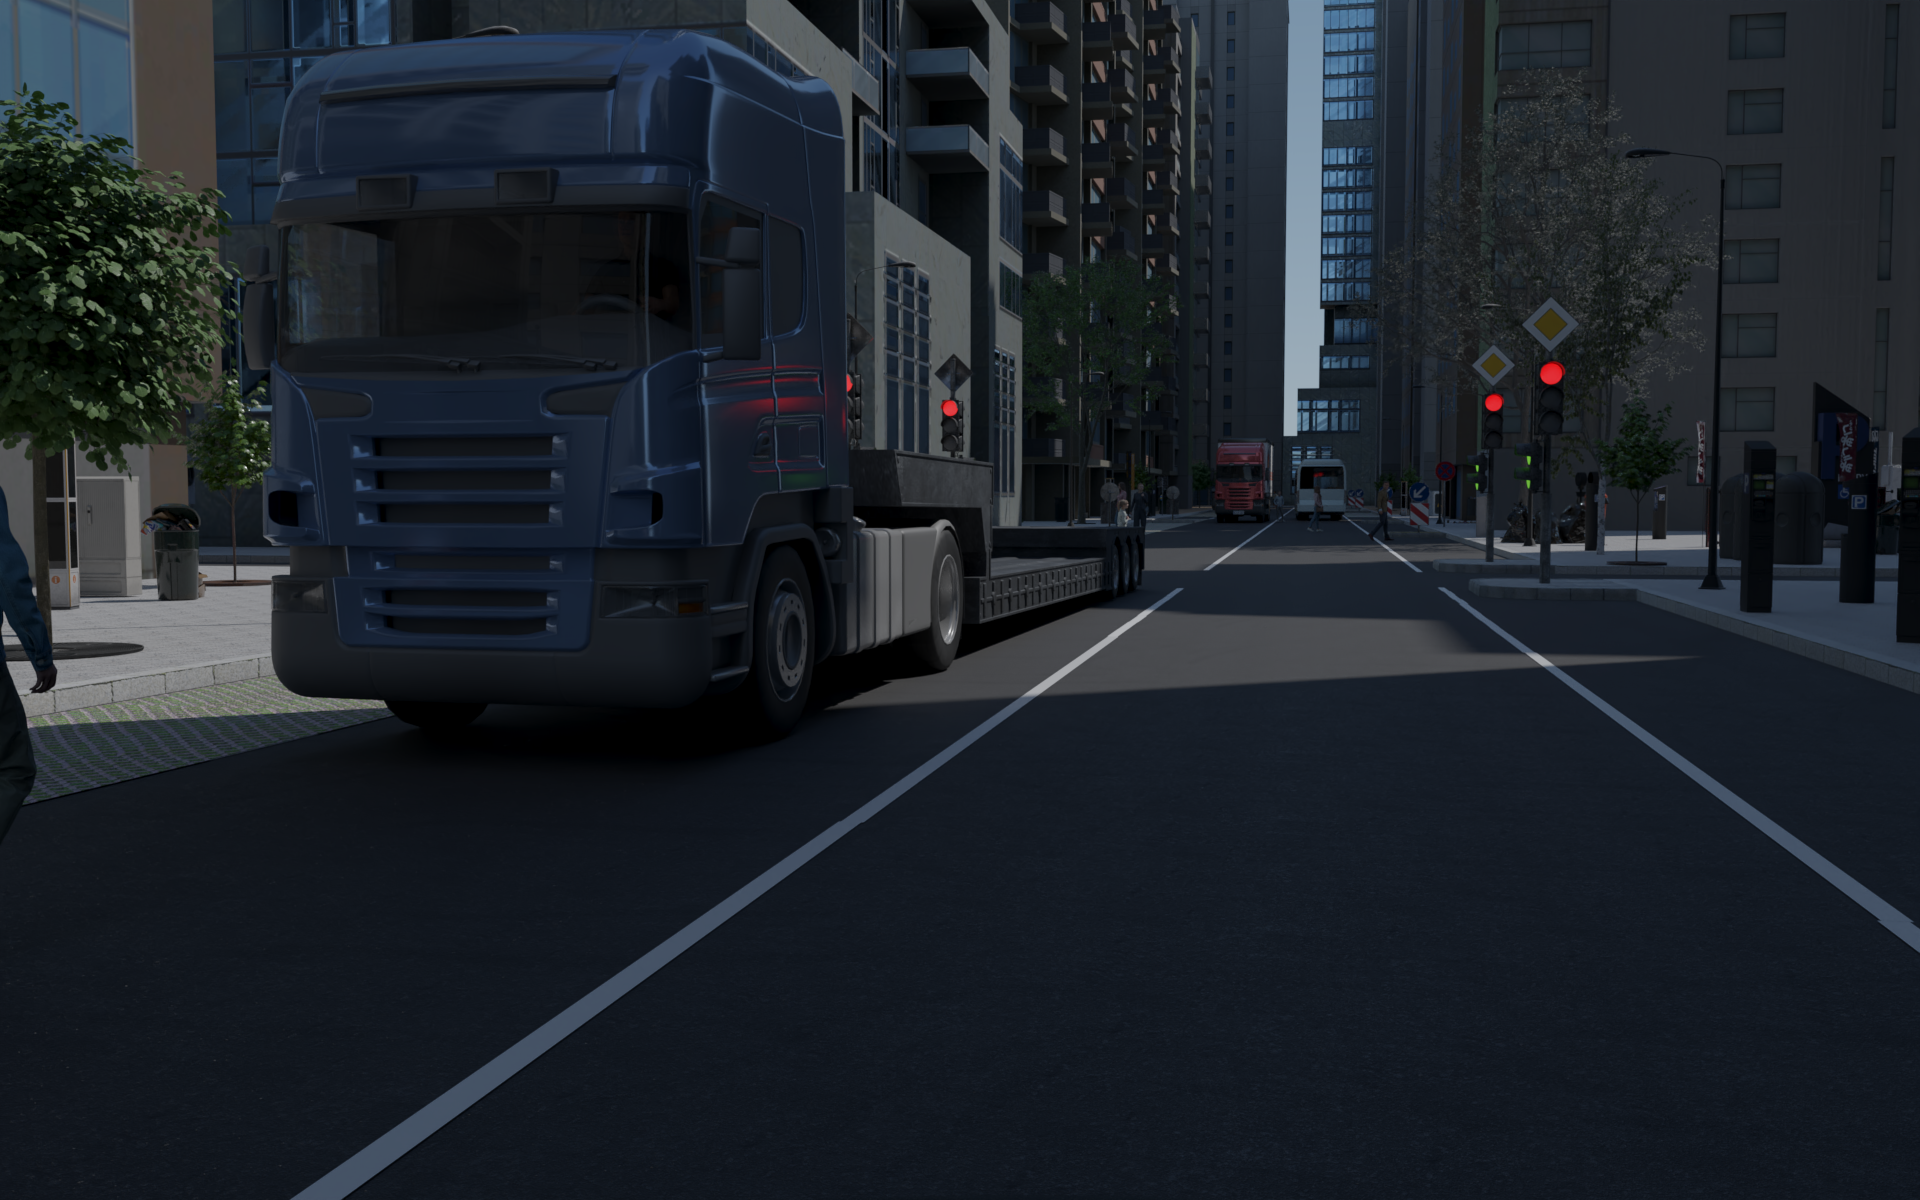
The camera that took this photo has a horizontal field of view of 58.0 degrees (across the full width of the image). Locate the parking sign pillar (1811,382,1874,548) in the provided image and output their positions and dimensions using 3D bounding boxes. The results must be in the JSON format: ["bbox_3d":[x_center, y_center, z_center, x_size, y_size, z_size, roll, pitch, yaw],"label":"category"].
[{"bbox_3d":[21.168,-3.247,41.560,1.447,3.967,1.447,0,4,3],"label":"parking sign pillar"}]

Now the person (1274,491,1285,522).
[{"bbox_3d":[16.534,-4.855,89.693,0.589,1.601,0.330,0,4,2],"label":"person"}]

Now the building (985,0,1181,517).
[{"bbox_3d":[4.185,-28.791,125.352,22.147,44.769,28.867,1,4,12],"label":"building"}]

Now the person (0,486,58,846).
[{"bbox_3d":[-3.099,0.219,5.258,0.601,1.785,0.444,1,4,13],"label":"person"}]

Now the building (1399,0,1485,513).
[{"bbox_3d":[43.971,-30.102,142.280,14.600,45.320,14.200,1,4,12],"label":"building"}]

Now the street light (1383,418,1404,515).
[{"bbox_3d":[26.457,-8.142,105.667,1.470,5.913,1.316,1,4,12],"label":"street light"}]

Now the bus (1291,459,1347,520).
[{"bbox_3d":[20.332,-6.321,98.212,2.948,3.499,13.247,1,4,10],"label":"bus"}]

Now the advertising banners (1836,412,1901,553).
[{"bbox_3d":[19.732,-2.513,37.268,2.074,3.025,0.090,-1,4,-9],"label":"advertising banners"}]

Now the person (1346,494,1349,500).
[{"bbox_3d":[33.409,-8.707,150.861,1.348,1.823,0.705,-2,4,-34],"label":"person"}]

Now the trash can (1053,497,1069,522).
[{"bbox_3d":[4.632,-4.134,79.251,0.748,1.137,0.748,0,3,0],"label":"trash can"}]

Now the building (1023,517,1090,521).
[{"bbox_3d":[-2.058,-26.913,94.656,22.147,44.769,28.867,1,4,12],"label":"building"}]

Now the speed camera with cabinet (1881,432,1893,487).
[{"bbox_3d":[29.941,-3.694,54.728,0.660,3.252,2.038,0,4,-3],"label":"speed camera with cabinet"}]

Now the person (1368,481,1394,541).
[{"bbox_3d":[12.992,-2.746,53.303,0.836,1.842,0.656,0,4,-2],"label":"person"}]

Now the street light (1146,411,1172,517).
[{"bbox_3d":[11.214,-7.647,97.569,1.470,5.913,1.316,1,4,12],"label":"street light"}]

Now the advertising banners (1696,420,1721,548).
[{"bbox_3d":[18.158,-2.789,41.784,2.074,3.025,0.090,-3,5,-44],"label":"advertising banners"}]

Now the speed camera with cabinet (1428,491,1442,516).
[{"bbox_3d":[28.414,-6.542,101.303,2.038,3.252,0.660,-1,4,-17],"label":"speed camera with cabinet"}]

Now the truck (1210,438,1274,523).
[{"bbox_3d":[14.687,-6.141,89.323,2.839,4.237,11.283,1,4,12],"label":"truck"}]

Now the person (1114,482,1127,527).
[{"bbox_3d":[5.292,-2.976,57.165,0.388,1.821,0.555,-2,4,-24],"label":"person"}]

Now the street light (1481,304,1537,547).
[{"bbox_3d":[13.438,-4.273,42.406,1.470,5.913,1.316,1,4,12],"label":"street light"}]

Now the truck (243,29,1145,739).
[{"bbox_3d":[-0.547,-1.675,17.144,2.967,4.110,18.799,1,4,13],"label":"truck"}]

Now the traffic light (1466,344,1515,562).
[{"bbox_3d":[9.983,-2.672,32.600,0.839,4.253,0.868,1,4,12],"label":"traffic light"}]

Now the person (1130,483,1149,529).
[{"bbox_3d":[5.701,-2.818,54.988,0.576,1.772,0.534,0,4,-3],"label":"person"}]

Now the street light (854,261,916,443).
[{"bbox_3d":[-1.564,-3.809,34.824,1.470,5.913,1.316,1,4,12],"label":"street light"}]

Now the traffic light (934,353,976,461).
[{"bbox_3d":[-0.123,-2.796,34.641,0.839,4.253,0.868,1,4,12],"label":"traffic light"}]

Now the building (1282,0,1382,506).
[{"bbox_3d":[53.045,-54.076,196.819,31.000,86.520,22.319,1,4,12],"label":"building"}]

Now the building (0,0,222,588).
[{"bbox_3d":[-19.883,-22.658,20.571,14.200,45.320,14.600,1,4,12],"label":"building"}]

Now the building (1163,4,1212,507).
[{"bbox_3d":[9.432,-33.860,173.213,30.456,49.044,23.786,1,4,12],"label":"building"}]

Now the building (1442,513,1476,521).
[{"bbox_3d":[31.806,-26.714,86.879,14.600,45.320,14.200,1,4,12],"label":"building"}]

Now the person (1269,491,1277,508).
[{"bbox_3d":[31.345,-10.004,172.854,0.721,1.735,1.217,-3,4,-36],"label":"person"}]

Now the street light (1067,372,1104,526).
[{"bbox_3d":[4.780,-5.724,66.121,1.470,5.913,1.316,1,4,12],"label":"street light"}]

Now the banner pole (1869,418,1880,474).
[{"bbox_3d":[29.873,-4.084,56.786,0.401,3.779,0.863,0,4,-2],"label":"banner pole"}]

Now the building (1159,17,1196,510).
[{"bbox_3d":[12.167,-28.264,145.713,14.154,41.232,14.086,1,4,12],"label":"building"}]

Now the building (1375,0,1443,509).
[{"bbox_3d":[50.144,-37.952,162.508,21.231,58.520,28.212,1,4,12],"label":"building"}]

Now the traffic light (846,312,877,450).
[{"bbox_3d":[-1.722,-2.318,26.817,0.839,4.253,0.868,1,4,12],"label":"traffic light"}]

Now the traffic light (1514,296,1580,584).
[{"bbox_3d":[8.385,-2.193,24.776,0.839,4.253,0.868,1,4,12],"label":"traffic light"}]

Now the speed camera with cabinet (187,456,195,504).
[{"bbox_3d":[-17.723,-2.704,38.551,0.660,3.252,2.038,0,4,-1],"label":"speed camera with cabinet"}]

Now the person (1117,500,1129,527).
[{"bbox_3d":[3.808,-1.681,40.268,0.394,1.301,0.425,-2,4,-24],"label":"person"}]

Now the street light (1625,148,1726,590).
[{"bbox_3d":[9.626,-3.106,23.324,1.470,5.913,1.316,1,4,12],"label":"street light"}]

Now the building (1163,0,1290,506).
[{"bbox_3d":[23.872,-40.415,202.778,28.212,58.520,21.231,1,4,12],"label":"building"}]

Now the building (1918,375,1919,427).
[{"bbox_3d":[97.057,-30.714,156.796,28.867,44.769,22.147,1,4,12],"label":"building"}]

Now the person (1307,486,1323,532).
[{"bbox_3d":[13.575,-3.489,66.130,0.643,1.750,0.593,0,4,3],"label":"person"}]

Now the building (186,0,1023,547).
[{"bbox_3d":[-9.654,-45.217,51.966,22.319,86.520,31.000,1,4,12],"label":"building"}]

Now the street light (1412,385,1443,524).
[{"bbox_3d":[19.968,-6.202,73.942,1.470,5.913,1.316,1,4,12],"label":"street light"}]

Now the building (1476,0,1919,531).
[{"bbox_3d":[26.996,-23.354,65.426,14.154,41.232,14.086,1,4,12],"label":"building"}]
